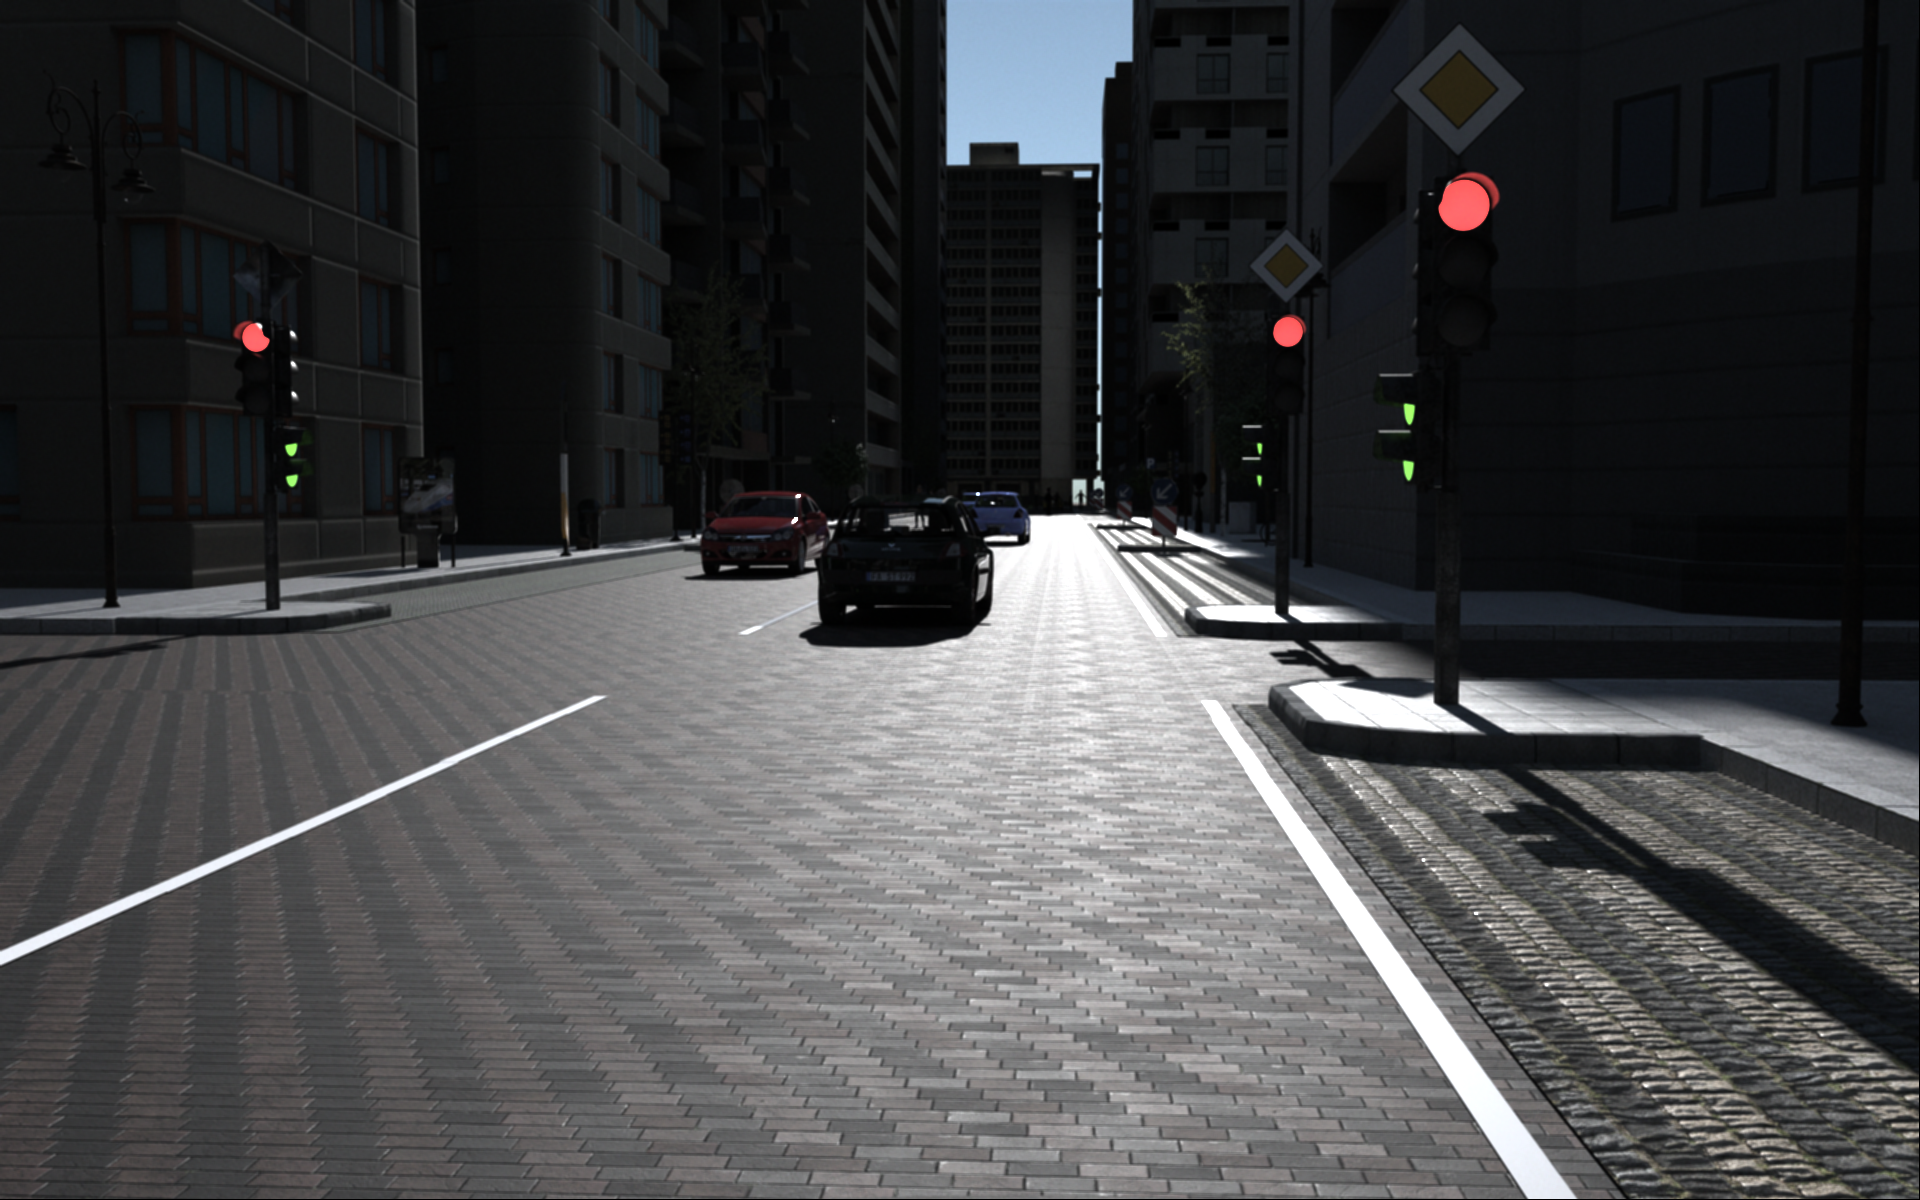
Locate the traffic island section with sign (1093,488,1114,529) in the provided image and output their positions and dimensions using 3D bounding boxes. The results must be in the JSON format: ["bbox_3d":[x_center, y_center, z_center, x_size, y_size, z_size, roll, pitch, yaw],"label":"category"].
[{"bbox_3d":[6.572,-3.797,70.714,1.989,1.847,2.006,0,4,3],"label":"traffic island section with sign"}]

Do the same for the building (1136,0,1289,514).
[{"bbox_3d":[25.582,-32.027,112.876,28.713,52.752,27.495,0,4,3],"label":"building"}]

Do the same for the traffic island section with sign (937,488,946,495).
[{"bbox_3d":[-1.242,-6.903,121.498,1.989,1.847,2.006,0,4,3],"label":"traffic island section with sign"}]

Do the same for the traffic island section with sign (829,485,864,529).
[{"bbox_3d":[-4.249,-3.813,70.976,1.989,1.847,2.006,0,4,3],"label":"traffic island section with sign"}]

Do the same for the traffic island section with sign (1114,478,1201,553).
[{"bbox_3d":[4.933,-2.111,43.137,1.989,1.847,2.006,0,4,3],"label":"traffic island section with sign"}]

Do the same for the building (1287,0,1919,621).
[{"bbox_3d":[20.262,-29.527,24.766,28.212,58.520,21.231,0,4,3],"label":"building"}]

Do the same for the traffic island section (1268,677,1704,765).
[{"bbox_3d":[3.000,0.714,10.610,2.009,0.180,2.903,0,4,3],"label":"traffic island section"}]

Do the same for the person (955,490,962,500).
[{"bbox_3d":[0.016,-8.139,142.298,1.217,1.743,0.721,0,4,-2],"label":"person"}]

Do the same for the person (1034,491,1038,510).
[{"bbox_3d":[6.928,-9.162,159.100,0.445,1.727,0.742,-3,4,-36],"label":"person"}]

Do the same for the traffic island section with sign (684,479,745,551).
[{"bbox_3d":[-5.843,-2.168,44.068,1.989,1.847,2.006,0,4,3],"label":"traffic island section with sign"}]

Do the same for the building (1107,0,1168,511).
[{"bbox_3d":[24.049,-43.964,157.063,20.563,71.187,20.611,0,4,3],"label":"building"}]

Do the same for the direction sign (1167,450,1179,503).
[{"bbox_3d":[10.844,-5.891,88.312,0.876,3.537,0.379,-3,5,-42],"label":"direction sign"}]

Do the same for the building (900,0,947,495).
[{"bbox_3d":[-15.505,-37.784,159.770,28.212,58.520,21.231,0,4,3],"label":"building"}]

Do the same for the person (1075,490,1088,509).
[{"bbox_3d":[11.599,-9.634,165.983,1.348,1.831,0.705,-1,4,-16],"label":"person"}]

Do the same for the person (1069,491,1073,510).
[{"bbox_3d":[9.630,-8.712,151.668,0.721,1.736,1.217,1,4,9],"label":"person"}]

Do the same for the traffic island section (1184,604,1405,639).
[{"bbox_3d":[3.474,0.226,18.581,2.009,0.180,2.903,0,4,3],"label":"traffic island section"}]

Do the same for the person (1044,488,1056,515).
[{"bbox_3d":[6.016,-6.651,116.878,0.705,1.869,1.348,-2,4,-28],"label":"person"}]

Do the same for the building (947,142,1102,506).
[{"bbox_3d":[3.745,-30.722,194.177,23.993,40.220,32.217,0,4,3],"label":"building"}]

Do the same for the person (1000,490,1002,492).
[{"bbox_3d":[3.163,-7.757,136.041,1.217,1.735,0.721,-1,4,-12],"label":"person"}]

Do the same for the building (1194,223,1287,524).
[{"bbox_3d":[21.688,-46.086,66.185,22.319,86.520,31.000,0,4,3],"label":"building"}]

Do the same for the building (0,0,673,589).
[{"bbox_3d":[-23.304,-11.799,37.949,27.650,21.520,28.899,0,4,3],"label":"building"}]

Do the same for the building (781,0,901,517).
[{"bbox_3d":[-15.211,-29.437,104.994,21.300,48.544,21.600,0,4,3],"label":"building"}]

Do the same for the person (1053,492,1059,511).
[{"bbox_3d":[8.040,-8.245,144.780,0.415,1.643,0.593,3,5,45],"label":"person"}]

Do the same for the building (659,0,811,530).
[{"bbox_3d":[-18.495,-25.640,73.833,22.147,44.769,28.867,0,4,3],"label":"building"}]

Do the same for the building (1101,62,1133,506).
[{"bbox_3d":[22.213,-32.585,182.882,14.200,45.320,14.600,0,4,3],"label":"building"}]

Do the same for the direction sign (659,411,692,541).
[{"bbox_3d":[-7.748,-3.375,47.178,0.876,3.537,0.379,-1,4,-13],"label":"direction sign"}]

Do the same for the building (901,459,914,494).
[{"bbox_3d":[-14.024,-42.023,125.336,20.563,71.187,20.611,0,4,3],"label":"building"}]

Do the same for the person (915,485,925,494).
[{"bbox_3d":[-1.649,-3.988,73.887,0.709,1.800,0.728,2,4,24],"label":"person"}]

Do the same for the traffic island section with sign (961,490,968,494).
[{"bbox_3d":[0.390,-8.582,148.950,1.989,1.847,2.006,0,4,3],"label":"traffic island section with sign"}]

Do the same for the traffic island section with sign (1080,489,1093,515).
[{"bbox_3d":[9.519,-6.821,120.156,1.989,1.847,2.006,0,4,3],"label":"traffic island section with sign"}]

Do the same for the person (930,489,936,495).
[{"bbox_3d":[-1.786,-6.203,110.726,0.445,1.727,0.742,1,4,19],"label":"person"}]

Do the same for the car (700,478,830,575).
[{"bbox_3d":[-3.569,-1.416,32.188,2.155,1.783,4.494,0,4,5],"label":"car"}]

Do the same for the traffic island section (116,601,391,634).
[{"bbox_3d":[-7.648,0.186,19.244,2.009,0.180,2.903,0,4,3],"label":"traffic island section"}]
